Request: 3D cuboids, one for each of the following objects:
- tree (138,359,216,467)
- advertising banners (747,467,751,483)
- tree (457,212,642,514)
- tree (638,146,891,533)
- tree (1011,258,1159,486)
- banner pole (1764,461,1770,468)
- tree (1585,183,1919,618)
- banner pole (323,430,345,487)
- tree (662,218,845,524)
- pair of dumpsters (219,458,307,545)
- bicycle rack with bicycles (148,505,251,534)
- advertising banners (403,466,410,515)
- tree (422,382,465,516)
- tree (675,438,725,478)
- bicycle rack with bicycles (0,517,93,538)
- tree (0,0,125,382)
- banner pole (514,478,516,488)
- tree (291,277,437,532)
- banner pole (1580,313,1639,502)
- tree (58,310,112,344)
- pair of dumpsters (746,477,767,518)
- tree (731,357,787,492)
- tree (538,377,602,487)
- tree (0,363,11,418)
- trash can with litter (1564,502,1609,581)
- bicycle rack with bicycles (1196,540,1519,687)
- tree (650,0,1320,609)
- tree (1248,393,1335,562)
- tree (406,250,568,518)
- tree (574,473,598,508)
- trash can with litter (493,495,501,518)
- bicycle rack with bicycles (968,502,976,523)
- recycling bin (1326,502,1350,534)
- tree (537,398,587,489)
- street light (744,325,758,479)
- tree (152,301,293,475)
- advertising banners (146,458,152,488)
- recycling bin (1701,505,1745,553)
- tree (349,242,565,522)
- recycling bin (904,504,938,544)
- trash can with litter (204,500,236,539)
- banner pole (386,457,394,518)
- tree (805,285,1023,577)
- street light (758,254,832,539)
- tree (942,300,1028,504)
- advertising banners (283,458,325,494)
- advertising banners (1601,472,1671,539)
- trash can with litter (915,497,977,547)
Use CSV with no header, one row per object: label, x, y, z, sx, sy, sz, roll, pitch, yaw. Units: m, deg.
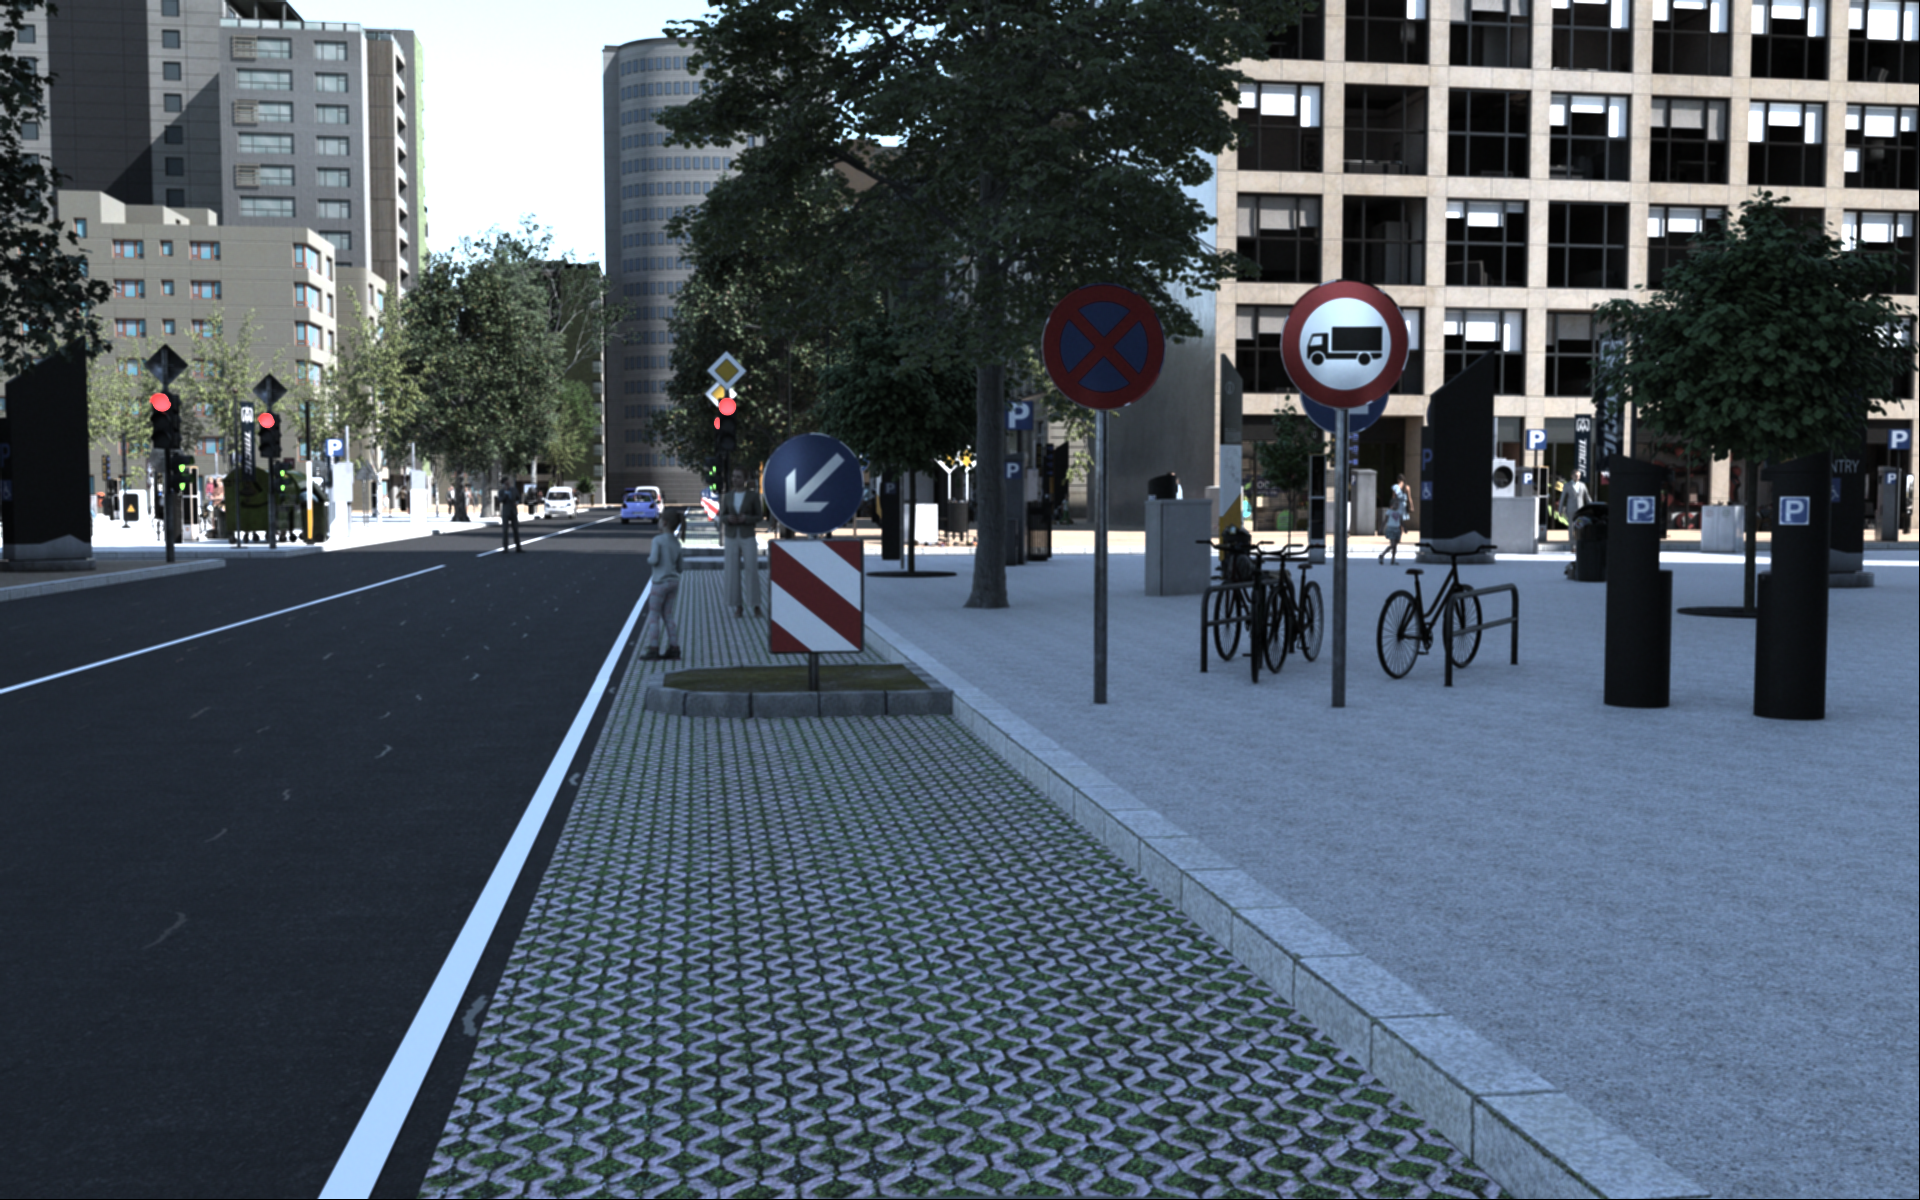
tree,-42.504,-8.796,94.171,4.360,8.622,3.978,0,3,0
advertising banners,-13.476,-7.213,114.124,0.090,3.025,2.074,2,4,32
tree,-27.443,-15.828,114.682,12.611,20.169,13.585,0,3,0
tree,-5.819,-8.556,56.896,9.611,12.733,9.660,0,3,0
tree,3.866,-6.151,50.926,4.737,8.622,4.395,0,3,0
banner pole,15.304,-2.571,32.046,0.863,3.779,0.401,1,4,16
tree,8.516,-2.119,18.352,4.285,4.588,4.351,0,3,0
banner pole,-24.415,-4.768,67.980,0.863,3.779,0.401,-1,4,-21
tree,-7.806,-10.222,73.791,9.857,13.997,8.962,0,3,0
pair of dumpsters,-18.290,-2.648,45.791,1.574,2.255,4.437,-1,4,-8
bicycle rack with bicycles,-24.430,-2.626,56.312,2.925,0.926,2.852,2,4,35
advertising banners,-34.209,-6.804,107.430,0.090,3.025,2.074,-2,4,-33
tree,-29.896,-9.073,98.708,4.360,8.622,3.978,0,3,0
tree,-21.493,-15.187,158.683,12.009,13.543,11.850,0,3,0
bicycle rack with bicycles,-27.470,-2.341,51.654,2.852,0.926,2.925,1,4,8
tree,-13.834,-6.148,17.520,9.611,12.733,9.660,0,3,0
banner pole,-27.472,-7.063,105.497,0.401,3.779,0.863,2,4,26
tree,-19.917,-6.652,59.116,4.737,8.622,4.395,0,3,0
banner pole,8.911,-2.042,23.405,0.401,3.779,0.863,-2,4,-28
tree,-34.715,-7.215,68.322,4.737,8.622,4.395,0,3,0
pair of dumpsters,-11.058,-5.591,93.906,1.574,2.255,4.437,-1,4,-9
tree,-9.895,-8.300,86.074,4.360,8.622,3.978,0,3,0
tree,-33.605,-13.391,144.699,9.928,11.665,9.643,0,3,0
tree,-52.583,-9.027,97.956,4.360,8.622,3.978,0,3,0
trash can with litter,9.233,-0.872,25.648,0.624,1.170,1.055,0,4,-2
bicycle rack with bicycles,2.771,0.043,12.675,2.852,0.926,2.925,2,4,33
tree,0.270,-6.212,19.690,7.486,12.596,7.792,0,3,0
tree,6.286,-2.374,33.414,1.663,3.219,1.824,0,3,0
tree,-25.232,-11.326,91.834,9.857,13.997,8.962,0,3,0
tree,-38.252,-11.201,177.731,1.663,3.219,1.824,0,3,0
trash can with litter,-25.597,-5.114,94.675,1.678,1.210,2.233,1,4,18
bicycle rack with bicycles,0.805,-3.818,75.808,2.852,0.926,2.925,1,4,19
recycling bin,12.157,-2.633,55.602,0.722,1.027,0.722,1,4,20
tree,-31.165,-11.222,133.846,4.737,8.622,4.395,0,3,0
street light,-5.253,-4.605,47.835,1.470,5.913,1.316,-1,4,-9
tree,-28.078,-7.135,67.015,4.737,8.622,4.395,0,3,0
advertising banners,-39.813,-5.373,84.030,2.074,3.025,0.090,2,4,25
recycling bin,16.717,-1.554,37.962,0.722,1.027,0.722,3,4,39
tree,-22.850,-9.912,79.071,9.611,12.733,9.660,0,3,0
recycling bin,-1.031,-1.958,44.574,0.722,1.027,0.722,-2,4,-24
trash can with litter,-21.047,-2.312,49.187,1.055,1.170,0.624,2,4,24
banner pole,-30.901,-6.351,93.850,0.401,3.779,0.863,-1,4,-21
tree,-0.740,-2.659,27.181,4.285,4.588,4.351,0,3,0
street light,-3.110,-3.745,33.778,1.470,5.913,1.316,-1,4,-9
tree,0.405,-7.117,66.728,4.360,8.622,3.978,0,3,0
advertising banners,-31.605,-5.356,83.751,2.074,3.025,0.090,-1,4,-9
advertising banners,19.203,-3.254,49.384,2.074,3.025,0.090,0,4,5
trash can with litter,-0.426,-1.940,42.774,2.233,1.210,1.678,1,4,8
